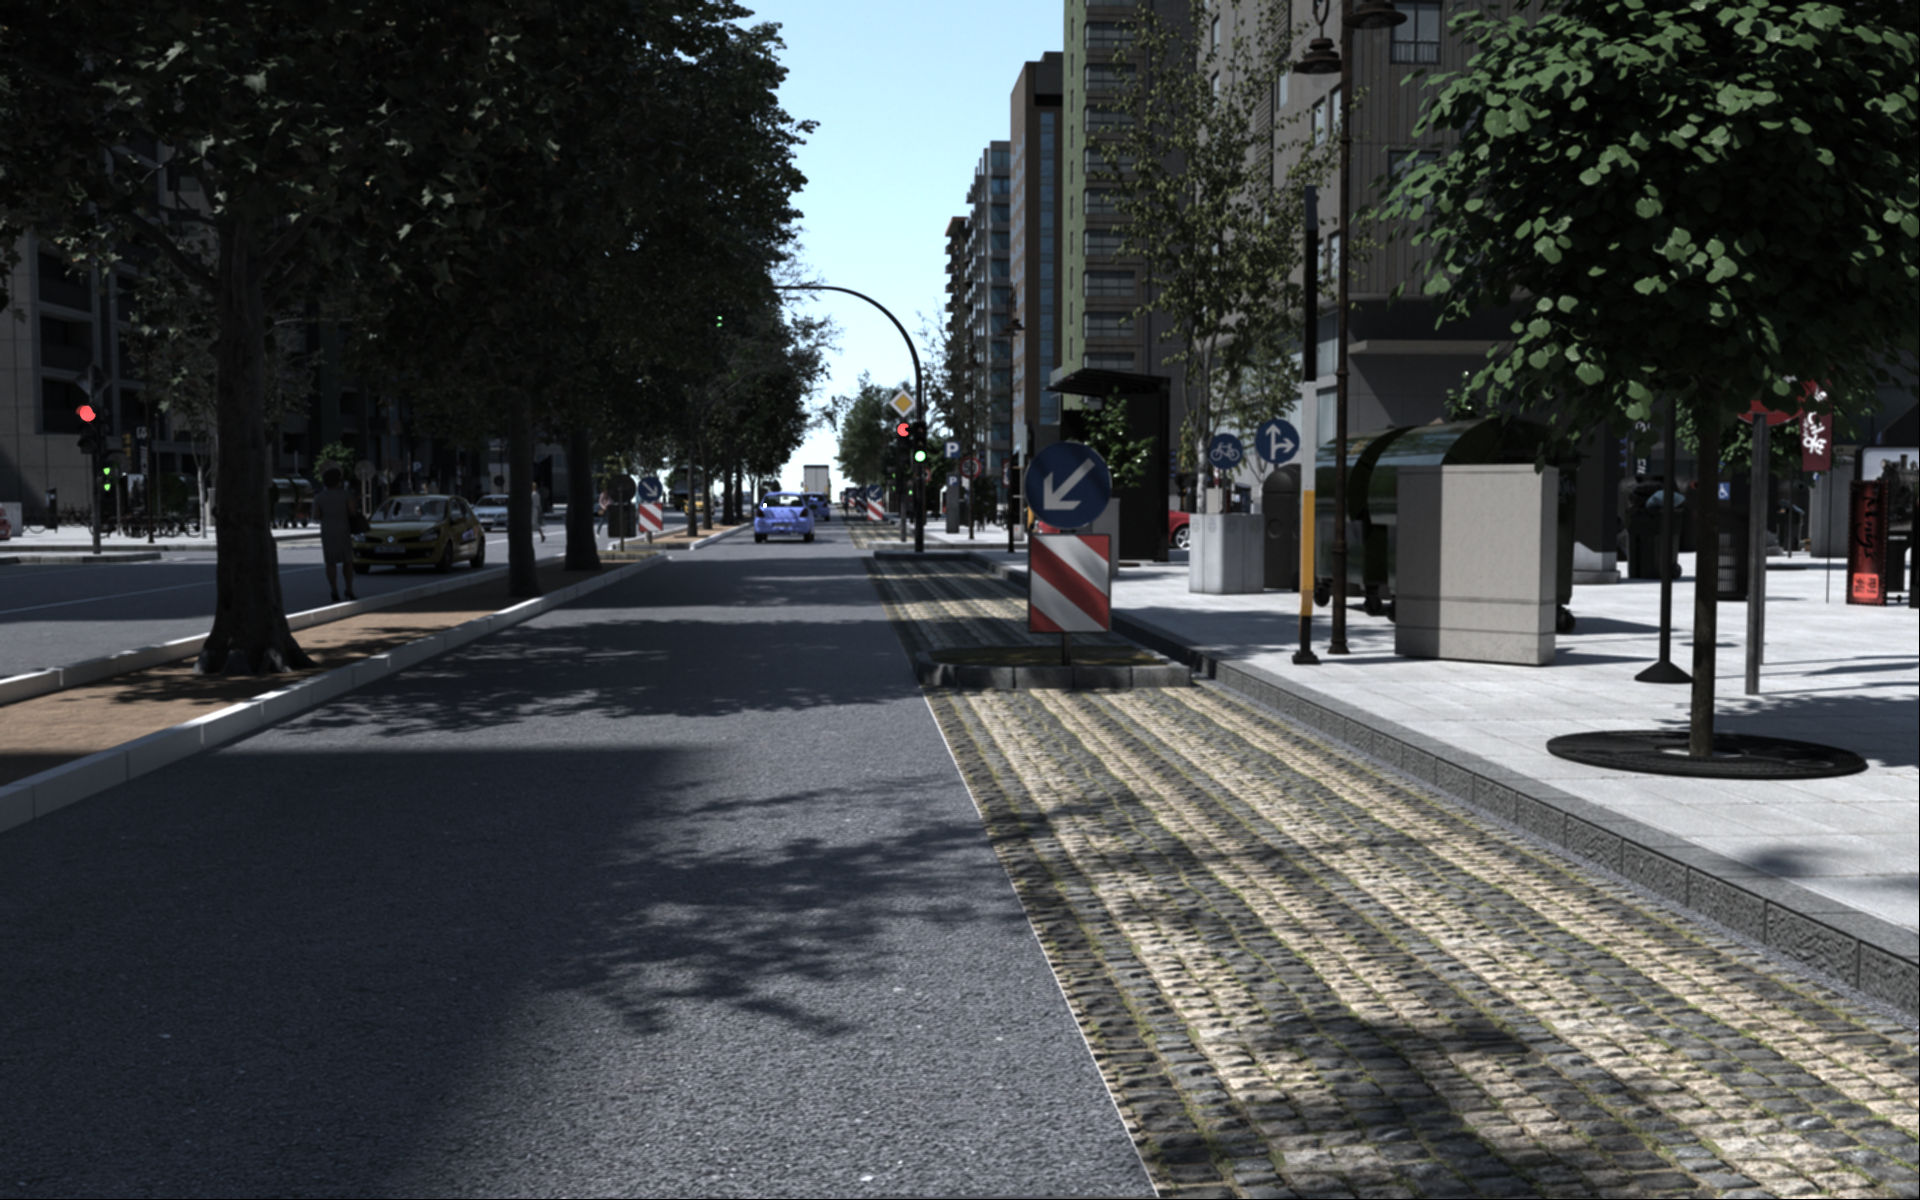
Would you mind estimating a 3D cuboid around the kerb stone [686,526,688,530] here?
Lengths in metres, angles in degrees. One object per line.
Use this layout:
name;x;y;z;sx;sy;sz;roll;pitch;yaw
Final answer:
kerb stone;-10.697;-2.727;66.774;0.120;0.150;1.000;0;4;-4

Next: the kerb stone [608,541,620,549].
kerb stone;-9.084;-1.415;45.327;0.120;0.150;1.000;0;4;-4

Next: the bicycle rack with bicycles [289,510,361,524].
bicycle rack with bicycles;-26.600;-3.652;73.084;2.925;0.926;2.852;3;5;44

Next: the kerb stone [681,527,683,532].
kerb stone;-10.541;-2.601;64.729;0.120;0.150;1.000;0;4;-4

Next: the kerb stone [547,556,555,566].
kerb stone;-8.279;-0.759;34.608;0.120;0.150;1.000;0;4;-4

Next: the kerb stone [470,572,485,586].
kerb stone;-7.736;-0.322;27.465;0.120;0.150;1.000;0;4;-4

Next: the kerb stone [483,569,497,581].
kerb stone;-7.821;-0.385;28.484;0.120;0.150;1.000;0;4;-4

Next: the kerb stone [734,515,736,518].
kerb stone;-13.690;-5.167;106.700;0.120;0.150;1.000;0;4;-4

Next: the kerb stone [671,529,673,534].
kerb stone;-10.231;-2.352;60.653;0.120;0.150;1.000;0;4;-4

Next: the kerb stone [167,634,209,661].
kerb stone;-6.829;0.432;15.202;0.120;0.150;1.000;0;4;-4

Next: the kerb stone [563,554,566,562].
kerb stone;-8.433;-0.883;36.654;0.120;0.150;1.000;0;4;-4

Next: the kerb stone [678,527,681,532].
kerb stone;-10.456;-2.539;63.711;0.120;0.150;1.000;0;4;-4

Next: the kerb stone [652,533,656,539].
kerb stone;-9.774;-1.974;54.520;0.120;0.150;1.000;0;4;-4

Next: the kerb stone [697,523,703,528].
kerb stone;-11.386;-3.290;76.003;0.120;0.150;1.000;0;4;-4

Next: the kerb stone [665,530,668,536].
kerb stone;-10.081;-2.227;58.607;0.120;0.150;1.000;0;4;-4

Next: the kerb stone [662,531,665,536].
kerb stone;-10.002;-2.162;57.583;0.120;0.150;1.000;0;4;-4

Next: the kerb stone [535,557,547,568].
kerb stone;-8.193;-0.697;33.587;0.120;0.150;1.000;0;4;-4

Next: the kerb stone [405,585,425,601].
kerb stone;-7.432;-0.072;23.383;0.120;0.150;1.000;0;4;-4

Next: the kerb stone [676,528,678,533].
kerb stone;-10.387;-2.477;62.691;0.120;0.150;1.000;0;4;-4

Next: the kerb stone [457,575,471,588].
kerb stone;-7.668;-0.259;26.443;0.120;0.150;1.000;0;4;-4

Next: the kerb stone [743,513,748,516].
kerb stone;-14.528;-5.857;117.950;0.120;0.150;1.000;0;4;-4

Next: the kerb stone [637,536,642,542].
kerb stone;-9.464;-1.725;50.437;0.120;0.150;1.000;0;4;-4

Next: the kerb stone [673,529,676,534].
kerb stone;-10.312;-2.408;61.673;0.120;0.150;1.000;0;4;-4

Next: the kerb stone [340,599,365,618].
kerb stone;-7.204;0.115;20.312;0.120;0.150;1.000;0;4;-4

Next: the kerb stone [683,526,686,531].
kerb stone;-10.619;-2.664;65.755;0.120;0.150;1.000;0;4;-4

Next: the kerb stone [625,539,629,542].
kerb stone;-9.231;-1.539;47.366;0.120;0.150;1.000;0;4;-4

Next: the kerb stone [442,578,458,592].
kerb stone;-7.582;-0.197;25.422;0.120;0.150;1.000;0;4;-4

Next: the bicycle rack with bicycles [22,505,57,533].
bicycle rack with bicycles;-31.231;-2.651;56.728;2.852;0.926;2.925;2;4;29

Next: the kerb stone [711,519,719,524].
kerb stone;-12.083;-3.852;85.221;0.120;0.150;1.000;0;4;-4

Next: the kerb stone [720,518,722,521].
kerb stone;-12.232;-3.979;87.259;0.120;0.150;1.000;0;4;-4

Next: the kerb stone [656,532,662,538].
kerb stone;-9.935;-2.102;56.562;0.120;0.150;1.000;0;4;-4

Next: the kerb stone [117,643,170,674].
kerb stone;-6.742;0.490;14.183;0.120;0.150;1.000;0;4;-4

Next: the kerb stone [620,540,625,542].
kerb stone;-9.158;-1.477;46.347;0.120;0.150;1.000;0;4;-4

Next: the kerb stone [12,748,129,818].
kerb stone;-4.186;0.859;8.147;0.120;0.150;1.000;0;4;-4

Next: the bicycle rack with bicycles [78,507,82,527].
bicycle rack with bicycles;-34.471;-3.326;67.764;2.925;0.926;2.852;-2;4;-32

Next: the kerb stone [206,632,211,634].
kerb stone;-6.900;0.365;16.222;0.120;0.150;1.000;0;4;-4

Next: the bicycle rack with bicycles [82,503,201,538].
bicycle rack with bicycles;-23.889;-2.319;51.297;2.925;0.926;2.852;-1;4;-10

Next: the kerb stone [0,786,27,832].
kerb stone;-4.107;0.922;7.128;0.120;0.150;1.000;0;4;-4

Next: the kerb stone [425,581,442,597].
kerb stone;-7.510;-0.133;24.403;0.120;0.150;1.000;0;4;-4

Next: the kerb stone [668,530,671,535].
kerb stone;-10.156;-2.289;59.626;0.120;0.150;1.000;0;4;-4

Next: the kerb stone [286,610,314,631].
kerb stone;-7.049;0.240;18.269;0.120;0.150;1.000;0;4;-4

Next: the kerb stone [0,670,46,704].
kerb stone;-6.590;0.618;12.138;0.120;0.150;1.000;0;4;-4

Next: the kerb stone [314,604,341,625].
kerb stone;-7.123;0.178;19.289;0.120;0.150;1.000;0;4;-4

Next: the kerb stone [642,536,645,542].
kerb stone;-9.537;-1.788;51.459;0.120;0.150;1.000;0;4;-4

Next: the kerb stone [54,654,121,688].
kerb stone;-6.662;0.552;13.164;0.120;0.150;1.000;0;4;-4

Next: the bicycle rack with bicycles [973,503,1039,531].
bicycle rack with bicycles;1.404;-2.864;60.211;2.852;0.926;2.925;0;4;1

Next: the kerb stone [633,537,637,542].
kerb stone;-9.393;-1.658;49.418;0.120;0.150;1.000;0;4;-4

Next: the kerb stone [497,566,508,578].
kerb stone;-7.898;-0.446;29.504;0.120;0.150;1.000;0;4;-4

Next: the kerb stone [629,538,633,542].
kerb stone;-9.319;-1.602;48.387;0.120;0.150;1.000;0;4;-4

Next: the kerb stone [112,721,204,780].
kerb stone;-4.261;0.797;9.170;0.120;0.150;1.000;0;4;-4

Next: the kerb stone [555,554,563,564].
kerb stone;-8.352;-0.820;35.628;0.120;0.150;1.000;0;4;-4

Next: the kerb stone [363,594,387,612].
kerb stone;-7.281;0.053;21.332;0.120;0.150;1.000;0;4;-4

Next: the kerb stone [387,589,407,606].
kerb stone;-7.359;-0.001;22.360;0.120;0.150;1.000;0;4;-4
